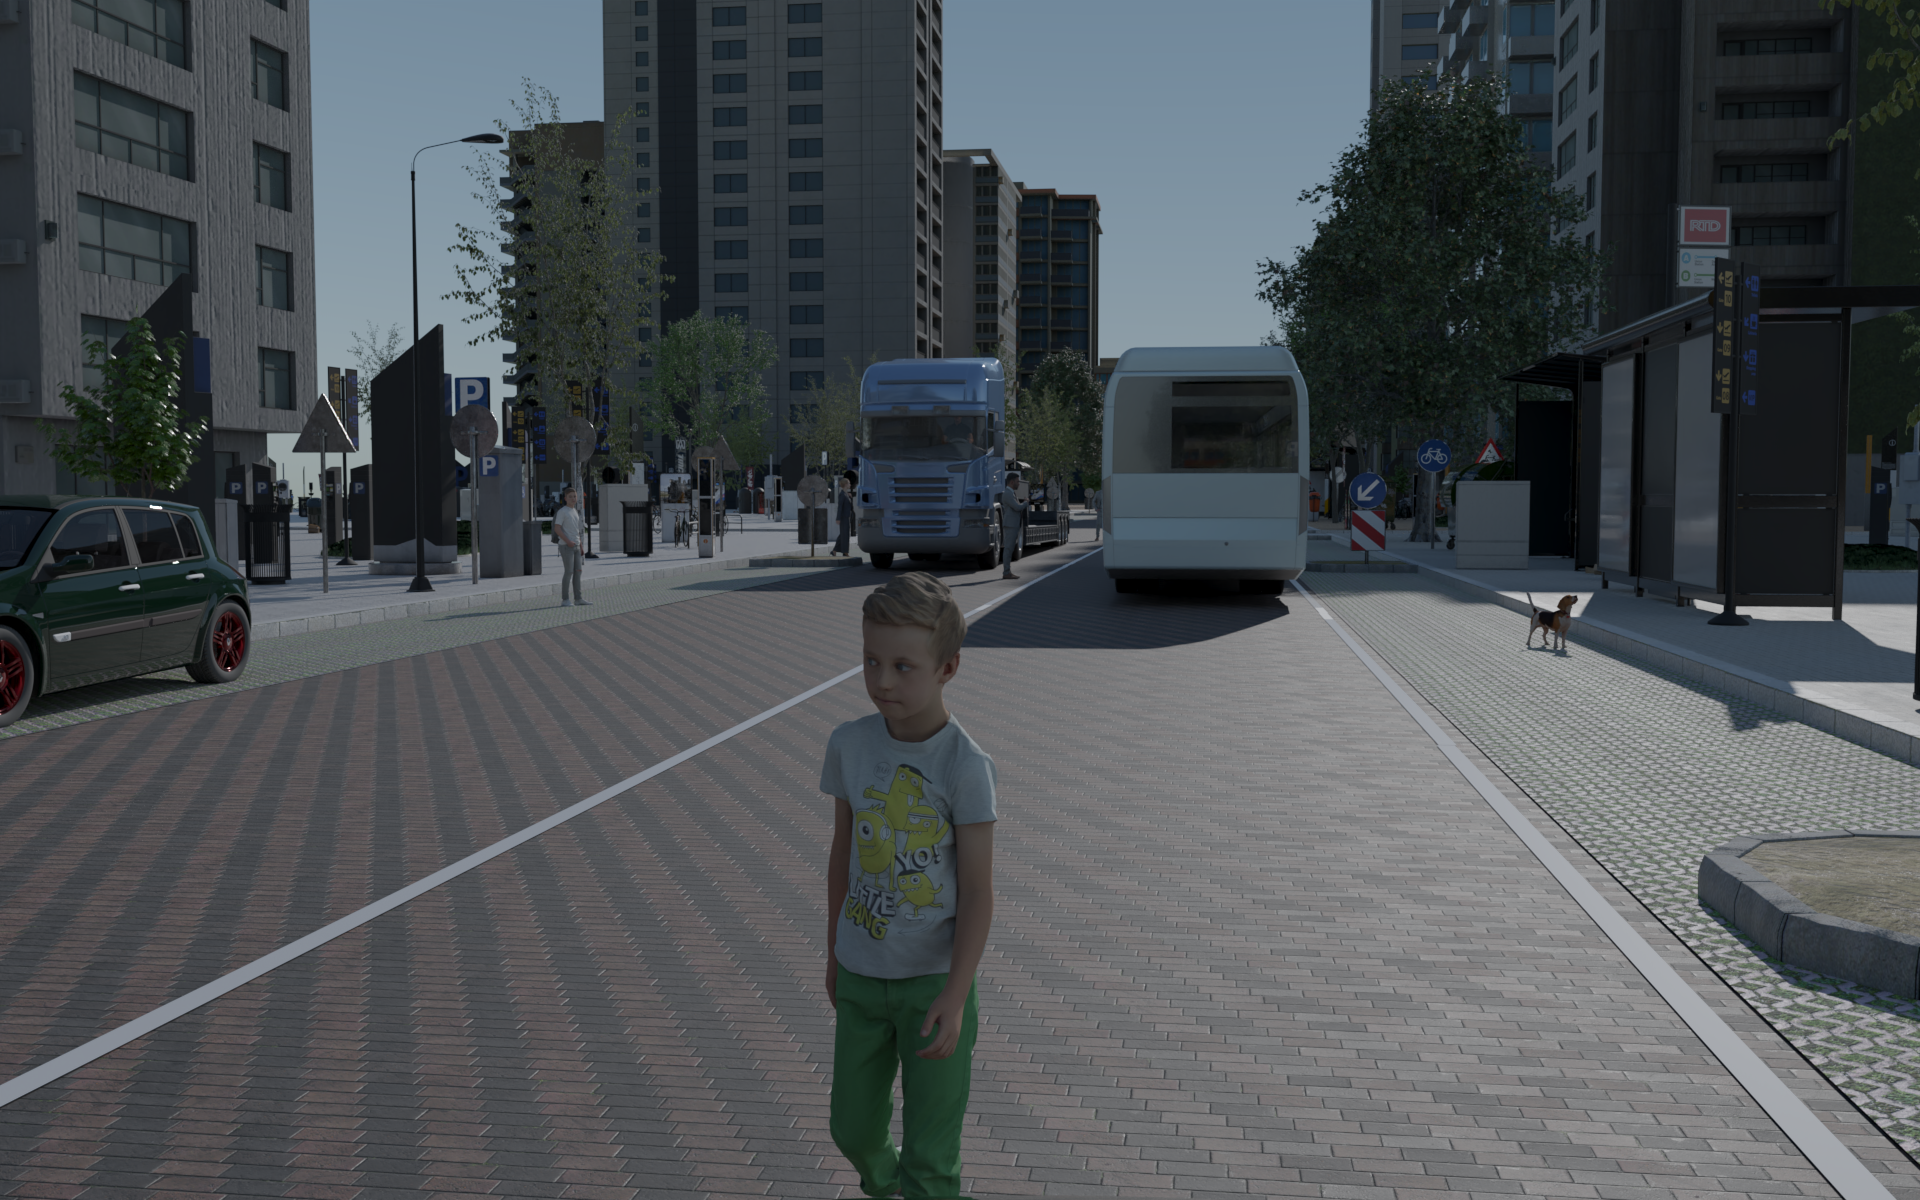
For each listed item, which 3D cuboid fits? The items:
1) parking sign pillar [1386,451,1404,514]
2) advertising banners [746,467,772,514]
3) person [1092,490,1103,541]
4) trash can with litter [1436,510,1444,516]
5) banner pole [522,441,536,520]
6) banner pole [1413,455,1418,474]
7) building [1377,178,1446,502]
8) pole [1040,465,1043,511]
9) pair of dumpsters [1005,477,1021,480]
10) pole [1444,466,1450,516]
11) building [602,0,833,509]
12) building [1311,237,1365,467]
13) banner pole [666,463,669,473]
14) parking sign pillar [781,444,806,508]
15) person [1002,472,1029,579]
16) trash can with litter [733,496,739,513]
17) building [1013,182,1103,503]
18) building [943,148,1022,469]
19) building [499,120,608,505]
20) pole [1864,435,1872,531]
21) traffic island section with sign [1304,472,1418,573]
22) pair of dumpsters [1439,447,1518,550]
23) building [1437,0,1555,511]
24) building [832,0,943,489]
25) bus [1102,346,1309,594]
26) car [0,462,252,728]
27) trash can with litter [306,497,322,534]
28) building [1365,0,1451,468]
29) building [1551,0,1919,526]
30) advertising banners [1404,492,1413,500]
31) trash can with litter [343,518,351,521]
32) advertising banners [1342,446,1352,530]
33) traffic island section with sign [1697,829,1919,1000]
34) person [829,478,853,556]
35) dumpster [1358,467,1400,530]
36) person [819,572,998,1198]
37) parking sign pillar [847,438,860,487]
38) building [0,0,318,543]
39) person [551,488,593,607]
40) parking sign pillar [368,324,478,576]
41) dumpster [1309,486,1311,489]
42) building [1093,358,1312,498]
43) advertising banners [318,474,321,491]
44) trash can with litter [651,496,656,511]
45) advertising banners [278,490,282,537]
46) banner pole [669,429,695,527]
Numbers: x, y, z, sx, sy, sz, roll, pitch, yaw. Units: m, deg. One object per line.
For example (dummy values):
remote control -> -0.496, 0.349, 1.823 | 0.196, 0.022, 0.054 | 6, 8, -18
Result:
parking sign pillar -> 26.910, -7.277, 107.452 | 1.447, 3.967, 1.447 | -3, 4, -37
advertising banners -> -12.622, -6.979, 110.300 | 2.074, 3.025, 0.090 | 0, 4, 4
person -> 4.415, -2.742, 53.433 | 0.635, 1.810, 0.391 | -1, 4, -15
trash can with litter -> 28.117, -5.531, 101.489 | 2.233, 1.210, 1.678 | -1, 4, -21
banner pole -> -17.825, -5.027, 72.216 | 0.401, 3.779, 0.863 | -3, 4, -39
banner pole -> 29.553, -7.480, 112.319 | 0.863, 3.779, 0.401 | -2, 4, -35
building -> 44.473, -23.134, 149.946 | 14.160, 30.474, 14.107 | 1, 4, 8
pole -> 5.501, -7.541, 117.140 | 0.158, 3.312, 0.155 | 0, 3, 0
pair of dumpsters -> 2.468, -5.325, 89.550 | 1.574, 2.255, 4.437 | 1, 4, 8
pole -> 22.259, -5.215, 79.107 | 0.158, 3.312, 0.155 | 0, 3, 0
building -> -27.342, -46.487, 198.312 | 20.611, 71.187, 20.563 | 1, 4, 8
building -> 60.862, -33.720, 243.203 | 23.993, 40.220, 32.217 | 1, 4, 8
banner pole -> -23.113, -9.038, 137.785 | 0.863, 3.779, 0.401 | -2, 4, -33
parking sign pillar -> -8.898, -6.378, 92.757 | 1.447, 3.967, 1.447 | 1, 4, 13
person -> 0.933, -1.259, 29.265 | 0.466, 1.800, 0.511 | 0, 4, -5
trash can with litter -> -14.807, -6.641, 119.634 | 2.233, 1.210, 1.678 | -2, 4, -26
building -> 5.341, -36.168, 245.974 | 28.867, 44.769, 22.147 | 1, 4, 8
building -> -6.049, -30.508, 190.684 | 23.993, 40.220, 32.217 | 1, 4, 8
building -> -44.671, -33.929, 204.855 | 14.200, 45.320, 14.600 | 1, 4, 8
pole -> 31.482, -4.050, 60.054 | 0.158, 3.312, 0.155 | 0, 3, 0
traffic island section with sign -> 7.405, -1.442, 32.207 | 1.989, 1.847, 2.006 | 1, 4, 8
pair of dumpsters -> 11.566, -2.161, 37.823 | 1.574, 2.255, 4.437 | 0, 4, 8
building -> 44.807, -30.478, 117.920 | 23.786, 49.044, 30.456 | 1, 4, 8
building -> -10.096, -43.609, 151.253 | 20.563, 71.187, 20.611 | 1, 4, 8
bus -> 3.846, -2.038, 28.187 | 2.948, 3.499, 13.247 | 0, 4, 7
car -> -6.510, -0.123, 11.797 | 2.009, 1.686, 4.222 | 0, 4, 7
trash can with litter -> -21.038, -2.766, 56.618 | 0.624, 1.170, 1.055 | -1, 4, -17
building -> 53.944, -39.223, 183.299 | 21.231, 58.520, 28.212 | 1, 4, 8
building -> 34.242, -18.585, 75.560 | 14.107, 30.474, 14.160 | 1, 4, 8
advertising banners -> 32.619, -7.843, 124.422 | 2.074, 3.025, 0.090 | -2, 4, -30
trash can with litter -> -29.329, -4.356, 82.276 | 2.233, 1.210, 1.678 | 0, 4, 4
advertising banners -> 13.979, -4.060, 62.572 | 0.090, 3.025, 2.074 | 0, 4, 5
traffic island section with sign -> 3.540, 0.190, 5.529 | 1.989, 1.847, 2.006 | 1, 4, 8
person -> -2.579, -1.776, 37.958 | 0.534, 1.772, 0.576 | -1, 4, -15
dumpster -> 15.039, -3.677, 62.609 | 1.502, 2.255, 1.985 | 0, 4, 8
person -> -0.088, 0.599, 2.954 | 0.306, 1.304, 0.590 | 0, 4, 2
parking sign pillar -> -4.490, -5.465, 77.831 | 1.447, 3.967, 1.447 | 3, 5, 43
building -> -24.339, -16.526, 41.904 | 14.107, 30.474, 14.160 | 1, 4, 8
person -> -4.939, -0.668, 22.025 | 0.523, 1.515, 0.503 | -1, 4, -11
parking sign pillar -> -8.791, -2.409, 27.854 | 1.447, 3.967, 1.447 | 1, 4, 18
dumpster -> 18.056, -5.280, 92.087 | 1.264, 1.857, 1.865 | 0, 4, 8
building -> 34.231, -24.442, 244.662 | 28.899, 21.520, 27.650 | 1, 4, 8
advertising banners -> -53.950, -9.314, 148.475 | 2.074, 3.025, 0.090 | 0, 4, -3
trash can with litter -> -22.664, -7.025, 126.239 | 1.055, 1.170, 0.624 | 0, 4, 7
advertising banners -> -21.086, -3.380, 51.454 | 0.090, 3.025, 2.074 | 2, 4, 34
banner pole -> -10.579, -4.683, 66.578 | 0.863, 3.779, 0.401 | -2, 4, -33
